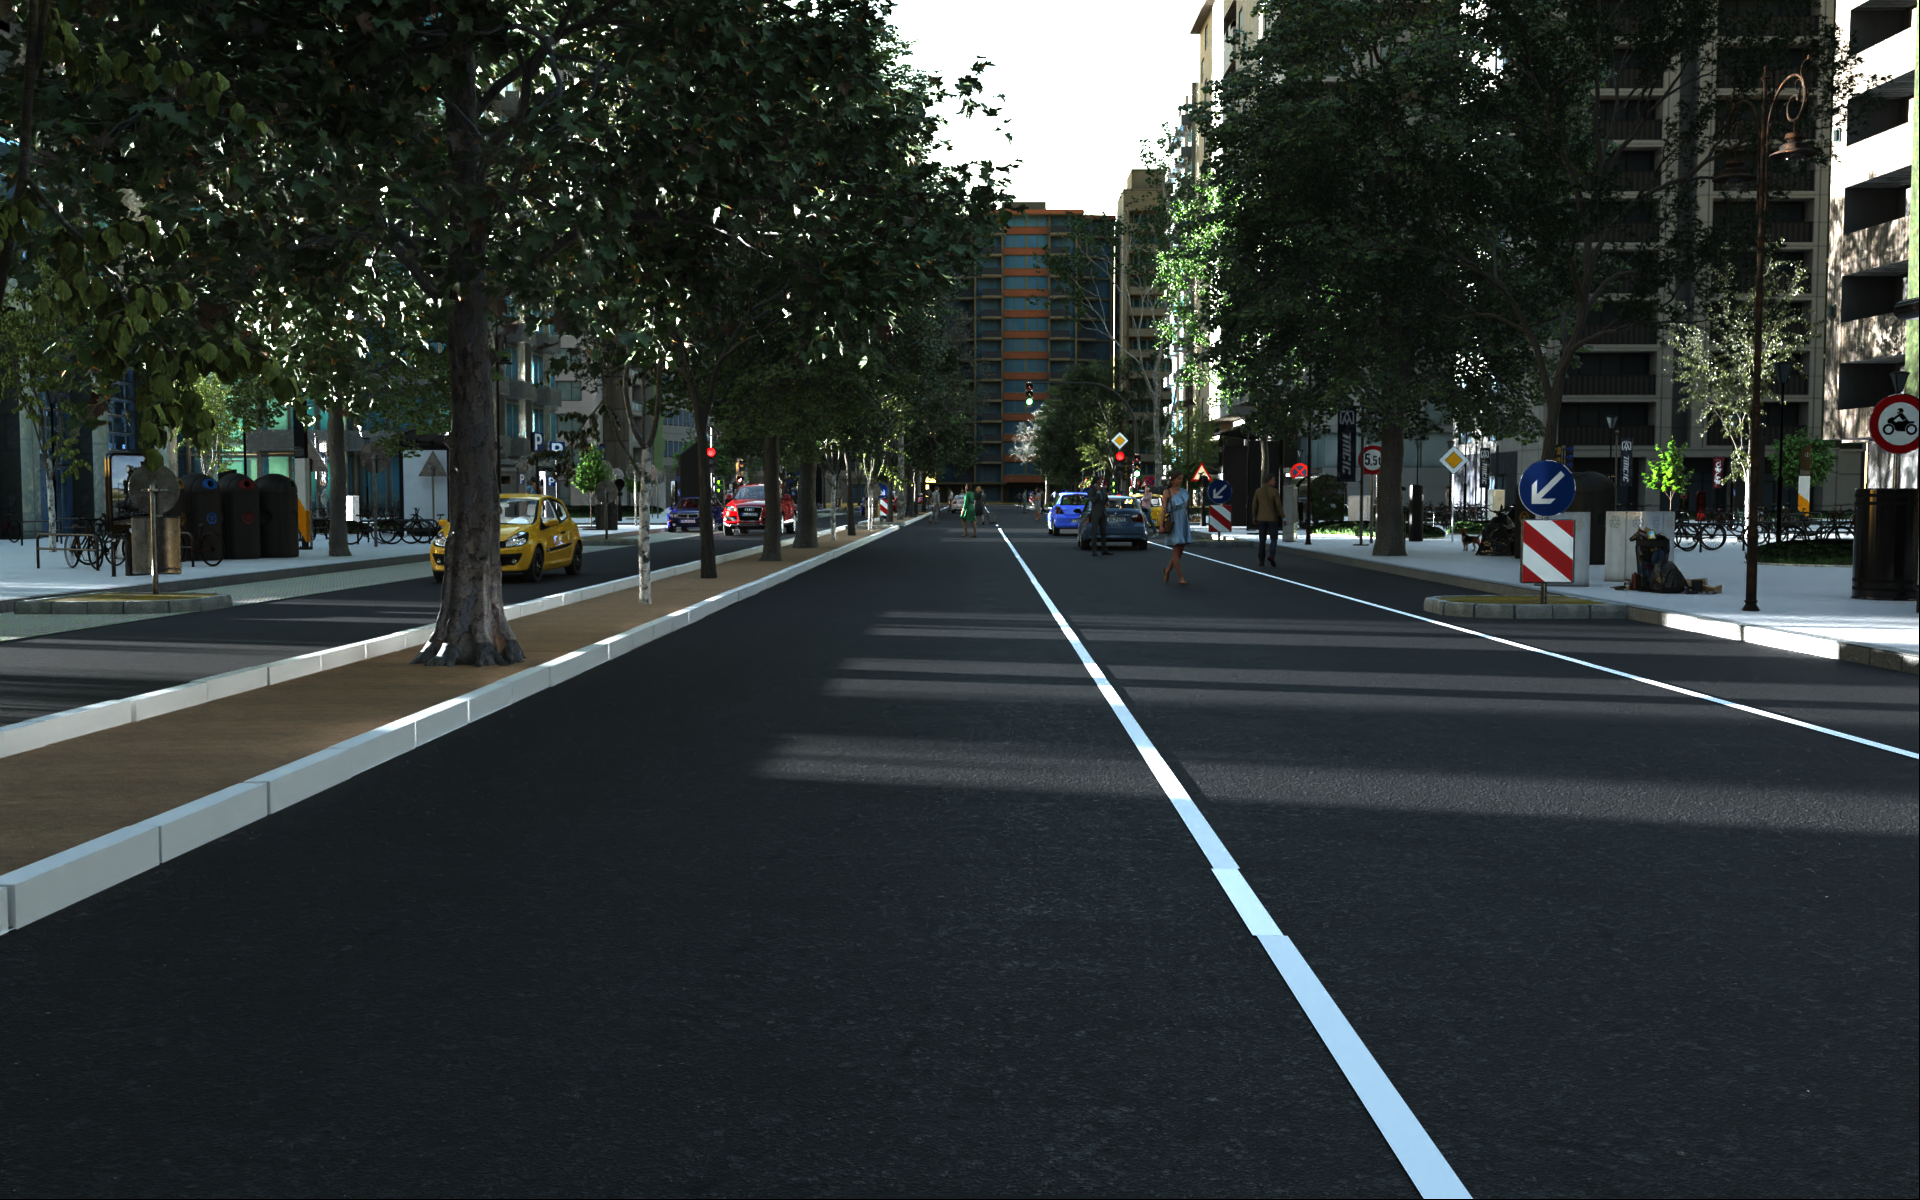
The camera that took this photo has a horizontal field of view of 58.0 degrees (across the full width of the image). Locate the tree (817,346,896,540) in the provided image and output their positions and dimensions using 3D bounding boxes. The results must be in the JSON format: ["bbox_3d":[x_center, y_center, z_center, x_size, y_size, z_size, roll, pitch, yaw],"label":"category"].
[{"bbox_3d":[-3.941,-6.167,53.644,4.360,8.622,3.978,0,3,0],"label":"tree"}]

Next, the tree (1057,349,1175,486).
[{"bbox_3d":[10.035,-10.752,110.215,8.767,10.594,7.601,2,4,33],"label":"tree"}]

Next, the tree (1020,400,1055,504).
[{"bbox_3d":[11.292,-19.244,225.008,12.009,13.543,11.850,0,3,0],"label":"tree"}]

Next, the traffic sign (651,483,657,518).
[{"bbox_3d":[-16.573,-5.571,93.213,0.606,2.300,0.079,0,4,5],"label":"traffic sign"}]

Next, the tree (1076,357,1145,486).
[{"bbox_3d":[10.660,-13.939,144.908,9.611,12.733,9.660,0,3,0],"label":"tree"}]

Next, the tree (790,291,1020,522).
[{"bbox_3d":[-3.340,-10.393,82.754,12.009,13.543,11.850,0,3,0],"label":"tree"}]

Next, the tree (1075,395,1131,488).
[{"bbox_3d":[9.700,-10.276,118.367,4.737,8.622,4.395,0,3,0],"label":"tree"}]

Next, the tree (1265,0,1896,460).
[{"bbox_3d":[8.749,-5.588,25.772,8.767,10.594,7.601,1,4,12],"label":"tree"}]

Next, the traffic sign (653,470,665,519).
[{"bbox_3d":[-15.839,-5.543,90.735,0.768,2.556,0.104,1,4,9],"label":"traffic sign"}]

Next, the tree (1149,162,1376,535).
[{"bbox_3d":[9.516,-7.871,54.444,9.928,11.665,9.643,0,3,0],"label":"tree"}]

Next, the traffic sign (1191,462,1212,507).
[{"bbox_3d":[9.867,-4.329,70.775,0.884,2.594,0.081,1,4,8],"label":"traffic sign"}]

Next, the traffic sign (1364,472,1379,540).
[{"bbox_3d":[11.242,-2.854,46.662,0.884,2.594,0.081,0,4,2],"label":"traffic sign"}]

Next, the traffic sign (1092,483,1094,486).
[{"bbox_3d":[10.233,-7.949,130.064,0.768,2.556,0.104,0,4,8],"label":"traffic sign"}]

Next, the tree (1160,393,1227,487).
[{"bbox_3d":[17.555,-10.698,125.282,4.737,8.622,4.395,0,3,0],"label":"tree"}]

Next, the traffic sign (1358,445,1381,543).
[{"bbox_3d":[10.710,-2.747,45.019,0.768,2.556,0.104,0,4,2],"label":"traffic sign"}]

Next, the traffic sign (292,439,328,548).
[{"bbox_3d":[-15.392,-2.510,41.035,0.884,2.594,0.081,0,4,5],"label":"traffic sign"}]

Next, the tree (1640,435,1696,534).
[{"bbox_3d":[22.916,-3.728,55.556,1.663,3.219,1.824,0,3,0],"label":"tree"}]

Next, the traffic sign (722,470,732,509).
[{"bbox_3d":[-12.237,-5.492,89.900,0.768,2.556,0.104,0,4,8],"label":"traffic sign"}]

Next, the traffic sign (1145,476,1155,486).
[{"bbox_3d":[13.552,-7.541,123.397,0.768,2.556,0.104,0,4,5],"label":"traffic sign"}]

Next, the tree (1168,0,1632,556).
[{"bbox_3d":[9.067,-7.900,35.817,9.857,13.997,8.962,0,3,0],"label":"tree"}]

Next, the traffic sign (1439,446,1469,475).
[{"bbox_3d":[13.375,-2.885,46.902,0.795,2.593,0.064,1,4,9],"label":"traffic sign"}]

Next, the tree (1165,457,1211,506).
[{"bbox_3d":[18.795,-9.874,145.146,4.285,4.588,4.351,0,3,0],"label":"tree"}]

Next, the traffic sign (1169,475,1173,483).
[{"bbox_3d":[12.747,-6.260,102.462,0.768,2.556,0.104,0,4,6],"label":"traffic sign"}]

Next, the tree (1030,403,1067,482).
[{"bbox_3d":[11.528,-16.197,190.581,9.928,11.665,9.643,0,3,0],"label":"tree"}]

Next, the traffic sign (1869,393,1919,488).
[{"bbox_3d":[11.894,-1.340,22.009,0.768,2.556,0.104,0,4,3],"label":"traffic sign"}]

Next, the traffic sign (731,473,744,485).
[{"bbox_3d":[-13.555,-6.430,105.141,0.884,2.594,0.081,0,4,7],"label":"traffic sign"}]

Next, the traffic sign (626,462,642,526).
[{"bbox_3d":[-12.973,-4.229,69.252,0.768,2.556,0.104,0,4,6],"label":"traffic sign"}]

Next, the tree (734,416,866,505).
[{"bbox_3d":[-12.713,-12.047,122.721,9.928,11.665,9.643,0,3,0],"label":"tree"}]

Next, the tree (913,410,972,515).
[{"bbox_3d":[-2.768,-12.791,137.346,9.928,11.665,9.643,0,3,0],"label":"tree"}]

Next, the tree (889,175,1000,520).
[{"bbox_3d":[-4.457,-14.518,95.716,12.611,20.169,13.585,0,3,0],"label":"tree"}]

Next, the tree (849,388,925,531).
[{"bbox_3d":[-3.415,-6.928,66.086,4.737,8.622,4.395,0,3,0],"label":"tree"}]

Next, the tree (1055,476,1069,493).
[{"bbox_3d":[9.950,-10.615,168.150,1.663,3.219,1.824,0,3,0],"label":"tree"}]

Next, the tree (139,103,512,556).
[{"bbox_3d":[-13.275,-7.173,35.406,7.486,12.596,7.792,0,3,0],"label":"tree"}]

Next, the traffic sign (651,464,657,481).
[{"bbox_3d":[-12.866,-4.364,71.465,0.768,2.556,0.104,0,4,4],"label":"traffic sign"}]

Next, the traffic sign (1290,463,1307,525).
[{"bbox_3d":[13.850,-4.315,70.663,0.768,2.556,0.104,0,4,5],"label":"traffic sign"}]

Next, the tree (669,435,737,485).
[{"bbox_3d":[-12.926,-6.347,87.482,4.285,4.588,4.351,0,3,0],"label":"tree"}]

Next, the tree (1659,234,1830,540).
[{"bbox_3d":[21.864,-5.998,48.426,4.360,8.622,3.978,0,3,0],"label":"tree"}]

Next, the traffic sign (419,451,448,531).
[{"bbox_3d":[-15.868,-3.192,52.190,0.884,2.594,0.081,0,4,1],"label":"traffic sign"}]

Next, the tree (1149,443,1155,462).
[{"bbox_3d":[16.770,-11.234,134.036,4.737,8.622,4.395,0,3,0],"label":"tree"}]

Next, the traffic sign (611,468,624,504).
[{"bbox_3d":[-16.738,-5.154,84.367,0.768,2.556,0.104,0,4,7],"label":"traffic sign"}]

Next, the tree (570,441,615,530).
[{"bbox_3d":[-14.026,-4.358,65.850,1.663,3.219,1.824,0,3,0],"label":"tree"}]

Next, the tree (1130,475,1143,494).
[{"bbox_3d":[15.566,-9.576,151.172,1.663,3.219,1.824,0,3,0],"label":"tree"}]

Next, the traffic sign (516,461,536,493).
[{"bbox_3d":[-16.529,-4.024,65.895,0.768,2.556,0.104,0,4,1],"label":"traffic sign"}]

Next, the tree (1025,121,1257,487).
[{"bbox_3d":[9.766,-14.385,91.092,12.611,20.169,13.585,0,3,0],"label":"tree"}]

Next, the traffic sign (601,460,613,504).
[{"bbox_3d":[-13.290,-3.929,64.343,0.768,2.556,0.104,0,4,1],"label":"traffic sign"}]

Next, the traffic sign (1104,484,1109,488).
[{"bbox_3d":[12.777,-9.418,153.994,0.884,2.594,0.081,0,4,7],"label":"traffic sign"}]

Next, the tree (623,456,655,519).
[{"bbox_3d":[-16.436,-5.694,87.694,1.663,3.219,1.824,0,3,0],"label":"tree"}]

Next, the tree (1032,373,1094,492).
[{"bbox_3d":[10.676,-14.857,161.038,7.486,12.596,7.792,0,3,0],"label":"tree"}]

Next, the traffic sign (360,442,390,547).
[{"bbox_3d":[-14.235,-2.571,42.135,0.768,2.556,0.104,0,4,6],"label":"traffic sign"}]

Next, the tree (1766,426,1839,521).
[{"bbox_3d":[40.817,-6.136,84.045,4.285,4.588,4.351,0,3,0],"label":"tree"}]
